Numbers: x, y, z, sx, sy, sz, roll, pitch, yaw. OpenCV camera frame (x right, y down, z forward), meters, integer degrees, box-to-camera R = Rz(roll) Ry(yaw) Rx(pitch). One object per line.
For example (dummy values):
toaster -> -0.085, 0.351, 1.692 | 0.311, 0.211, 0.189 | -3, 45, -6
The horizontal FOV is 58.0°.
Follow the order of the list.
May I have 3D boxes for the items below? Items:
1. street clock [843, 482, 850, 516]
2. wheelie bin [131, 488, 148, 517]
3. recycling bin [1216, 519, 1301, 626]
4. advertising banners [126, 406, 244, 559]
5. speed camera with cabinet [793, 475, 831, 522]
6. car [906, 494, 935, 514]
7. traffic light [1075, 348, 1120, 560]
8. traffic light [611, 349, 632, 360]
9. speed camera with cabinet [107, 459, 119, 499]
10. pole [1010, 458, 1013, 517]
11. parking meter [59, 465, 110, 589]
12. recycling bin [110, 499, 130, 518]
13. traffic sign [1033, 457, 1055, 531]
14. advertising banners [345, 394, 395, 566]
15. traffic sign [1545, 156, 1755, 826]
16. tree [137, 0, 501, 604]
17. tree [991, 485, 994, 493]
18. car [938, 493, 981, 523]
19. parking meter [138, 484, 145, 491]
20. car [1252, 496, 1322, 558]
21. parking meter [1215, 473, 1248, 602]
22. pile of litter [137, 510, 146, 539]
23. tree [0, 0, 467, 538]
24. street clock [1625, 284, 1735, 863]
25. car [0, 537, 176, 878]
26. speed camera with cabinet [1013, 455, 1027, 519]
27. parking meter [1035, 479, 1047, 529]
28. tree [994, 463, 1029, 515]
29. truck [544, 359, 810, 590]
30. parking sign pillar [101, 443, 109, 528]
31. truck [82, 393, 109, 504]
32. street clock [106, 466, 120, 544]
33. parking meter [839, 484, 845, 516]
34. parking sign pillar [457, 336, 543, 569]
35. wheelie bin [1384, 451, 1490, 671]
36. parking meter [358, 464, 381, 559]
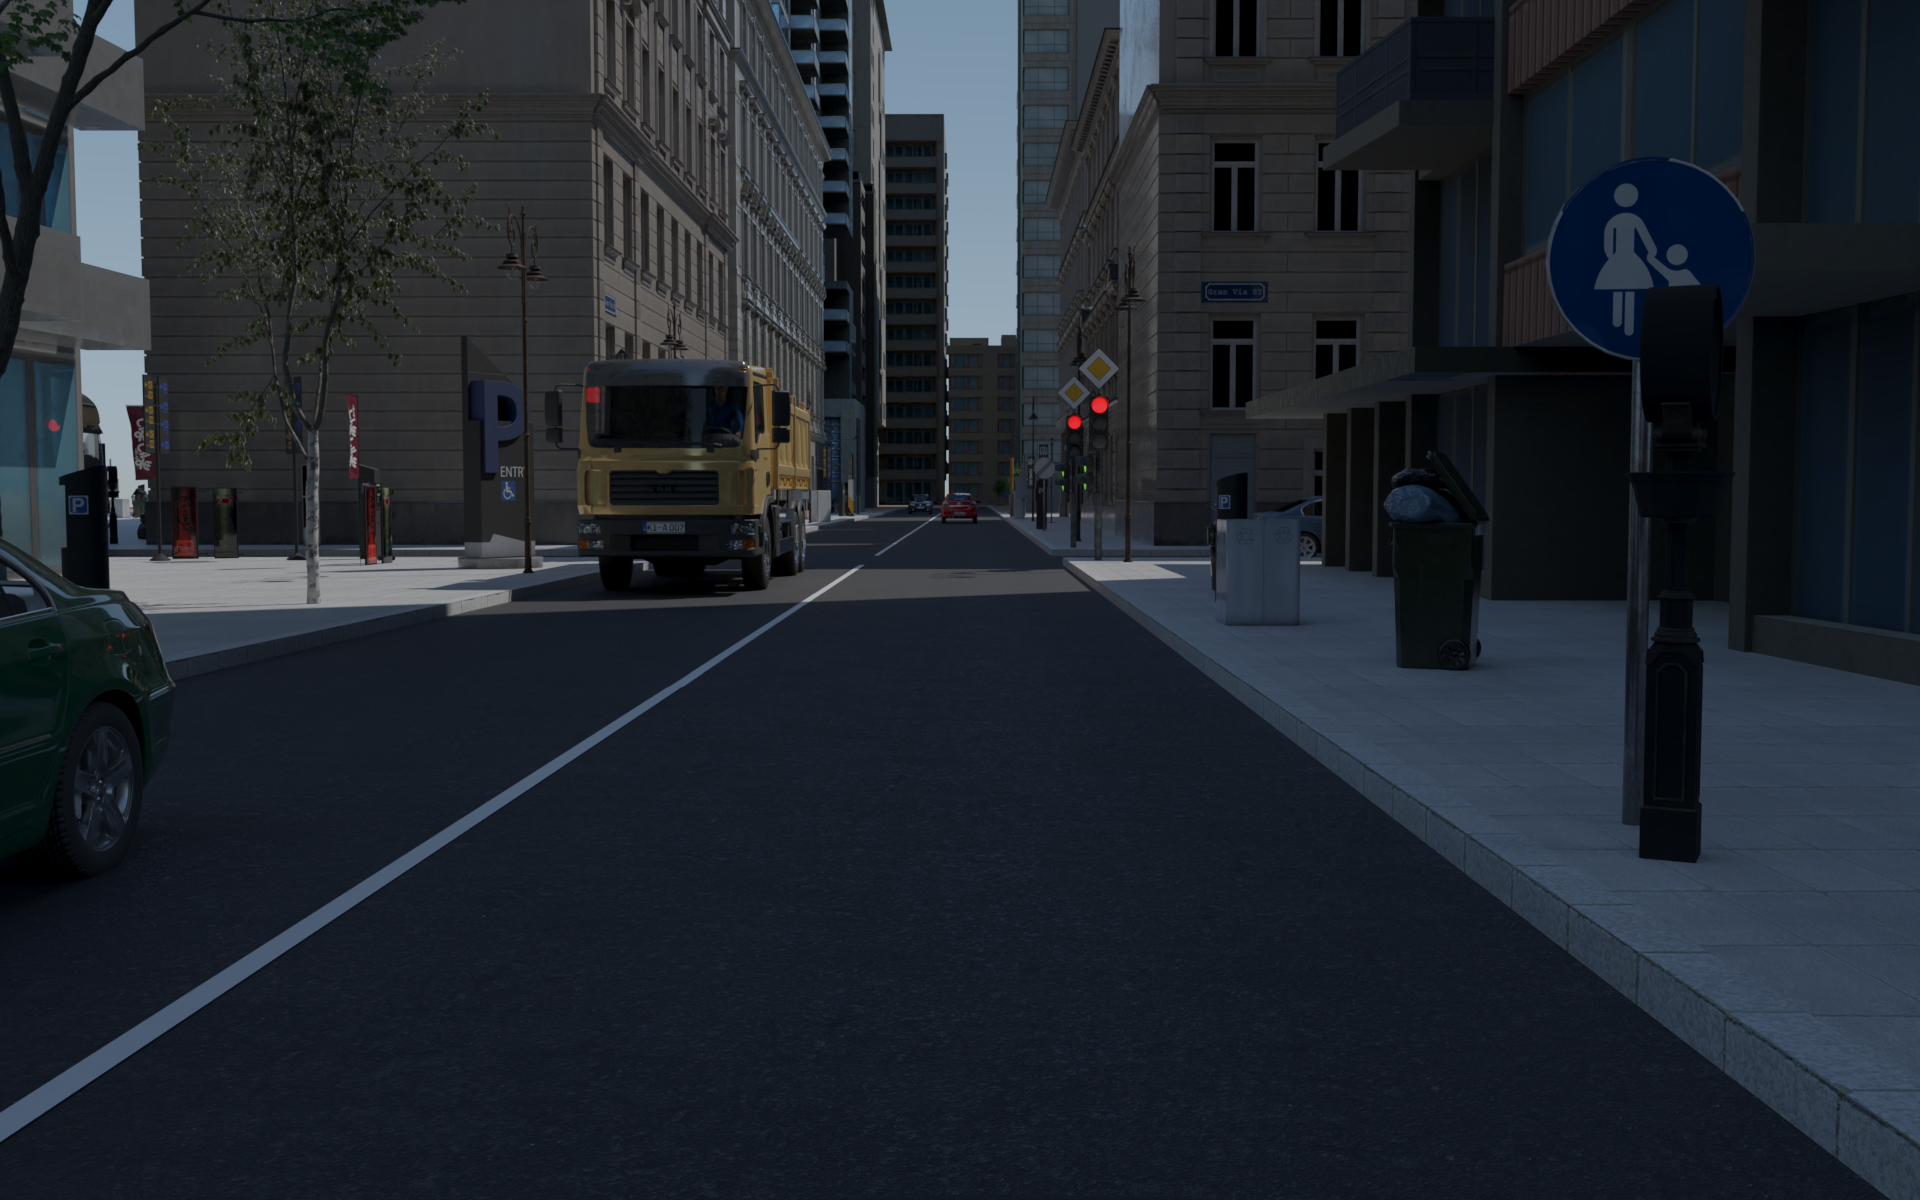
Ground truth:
street clock -> -6.508, -5.852, 100.247 | 0.471, 2.002, 0.358 | -2, 4, -34
wheelie bin -> -44.941, -5.324, 94.956 | 0.693, 1.594, 0.980 | 0, 4, 7
recycling bin -> 2.953, -0.283, 17.187 | 0.722, 1.027, 0.722 | 0, 4, 0
advertising banners -> -15.329, -2.329, 34.266 | 2.074, 3.025, 0.090 | -1, 4, -16
speed camera with cabinet -> -6.781, -5.205, 79.443 | 0.660, 3.252, 2.038 | 2, 4, 35
car -> -2.811, -6.958, 123.547 | 2.009, 1.686, 4.222 | 0, 4, -1
traffic light -> 2.653, -2.722, 33.433 | 0.839, 4.253, 0.868 | 0, 4, 0
traffic light -> -6.509, -2.725, 33.472 | 0.839, 4.253, 0.868 | 0, 4, 0
speed camera with cabinet -> -48.176, -6.267, 96.801 | 2.038, 3.252, 0.660 | -2, 4, -34
pole -> 2.889, -6.294, 96.744 | 0.158, 3.312, 0.155 | 0, 3, 0
parking meter -> -7.596, -0.405, 15.038 | 0.372, 1.533, 0.369 | 0, 3, 0
recycling bin -> -45.026, -4.910, 92.825 | 0.722, 1.027, 0.722 | 0, 4, 7
traffic sign -> 2.920, -3.657, 59.900 | 0.768, 2.556, 0.104 | 0, 4, 4
advertising banners -> -10.665, -2.148, 31.311 | 0.090, 3.025, 2.074 | 0, 4, 3
traffic sign -> 2.618, -0.401, 6.659 | 0.768, 2.556, 0.104 | 0, 4, 5
tree -> -7.557, -4.276, 20.268 | 4.360, 8.622, 3.978 | 0, 3, 0
tree -> 4.601, -12.203, 194.119 | 1.663, 3.219, 1.824 | 0, 3, 0
car -> -0.038, -4.709, 86.040 | 2.155, 1.783, 4.494 | 0, 4, 0
parking meter -> -47.174, -5.754, 99.791 | 0.399, 1.863, 0.255 | -1, 4, -21
car -> 8.475, -1.540, 37.182 | 4.499, 1.417, 2.014 | 0, 4, 0
parking meter -> 3.230, -0.746, 20.611 | 0.372, 1.533, 0.369 | 0, 3, 0
pile of litter -> -23.028, -2.186, 49.707 | 1.176, 0.858, 1.719 | 0, 4, -3
tree -> -7.702, -5.376, 13.651 | 9.928, 11.665, 9.643 | 0, 3, 0
street clock -> 2.516, -0.092, 6.076 | 0.358, 2.002, 0.471 | 2, 4, 28
car -> -4.101, 0.406, 5.165 | 2.131, 1.459, 4.920 | 0, 4, -1
speed camera with cabinet -> 3.047, -5.794, 89.060 | 0.660, 3.252, 2.038 | 0, 4, -2
parking meter -> 2.962, -3.516, 63.199 | 0.399, 1.863, 0.255 | 1, 4, 15
tree -> 3.544, -7.312, 114.145 | 1.663, 3.219, 1.824 | 0, 3, 0
truck -> -4.113, -1.966, 28.075 | 3.469, 3.379, 9.791 | 0, 3, 0
parking sign pillar -> -33.104, -4.754, 66.200 | 1.447, 3.967, 1.447 | 3, 5, 45
truck -> -24.211, -3.010, 38.123 | 11.283, 4.237, 2.839 | 0, 3, 0
street clock -> -21.749, -2.440, 44.462 | 0.358, 2.002, 0.471 | -2, 4, -32
parking meter -> -6.804, -5.750, 99.724 | 0.255, 1.863, 0.399 | 1, 4, 20
parking sign pillar -> -8.010, -2.545, 30.091 | 1.447, 3.967, 1.447 | 2, 4, 30
wheelie bin -> 3.528, -0.302, 12.849 | 0.693, 1.594, 0.980 | 2, 4, 24
parking meter -> -11.649, -1.743, 34.211 | 0.399, 1.863, 0.255 | 0, 4, 6
